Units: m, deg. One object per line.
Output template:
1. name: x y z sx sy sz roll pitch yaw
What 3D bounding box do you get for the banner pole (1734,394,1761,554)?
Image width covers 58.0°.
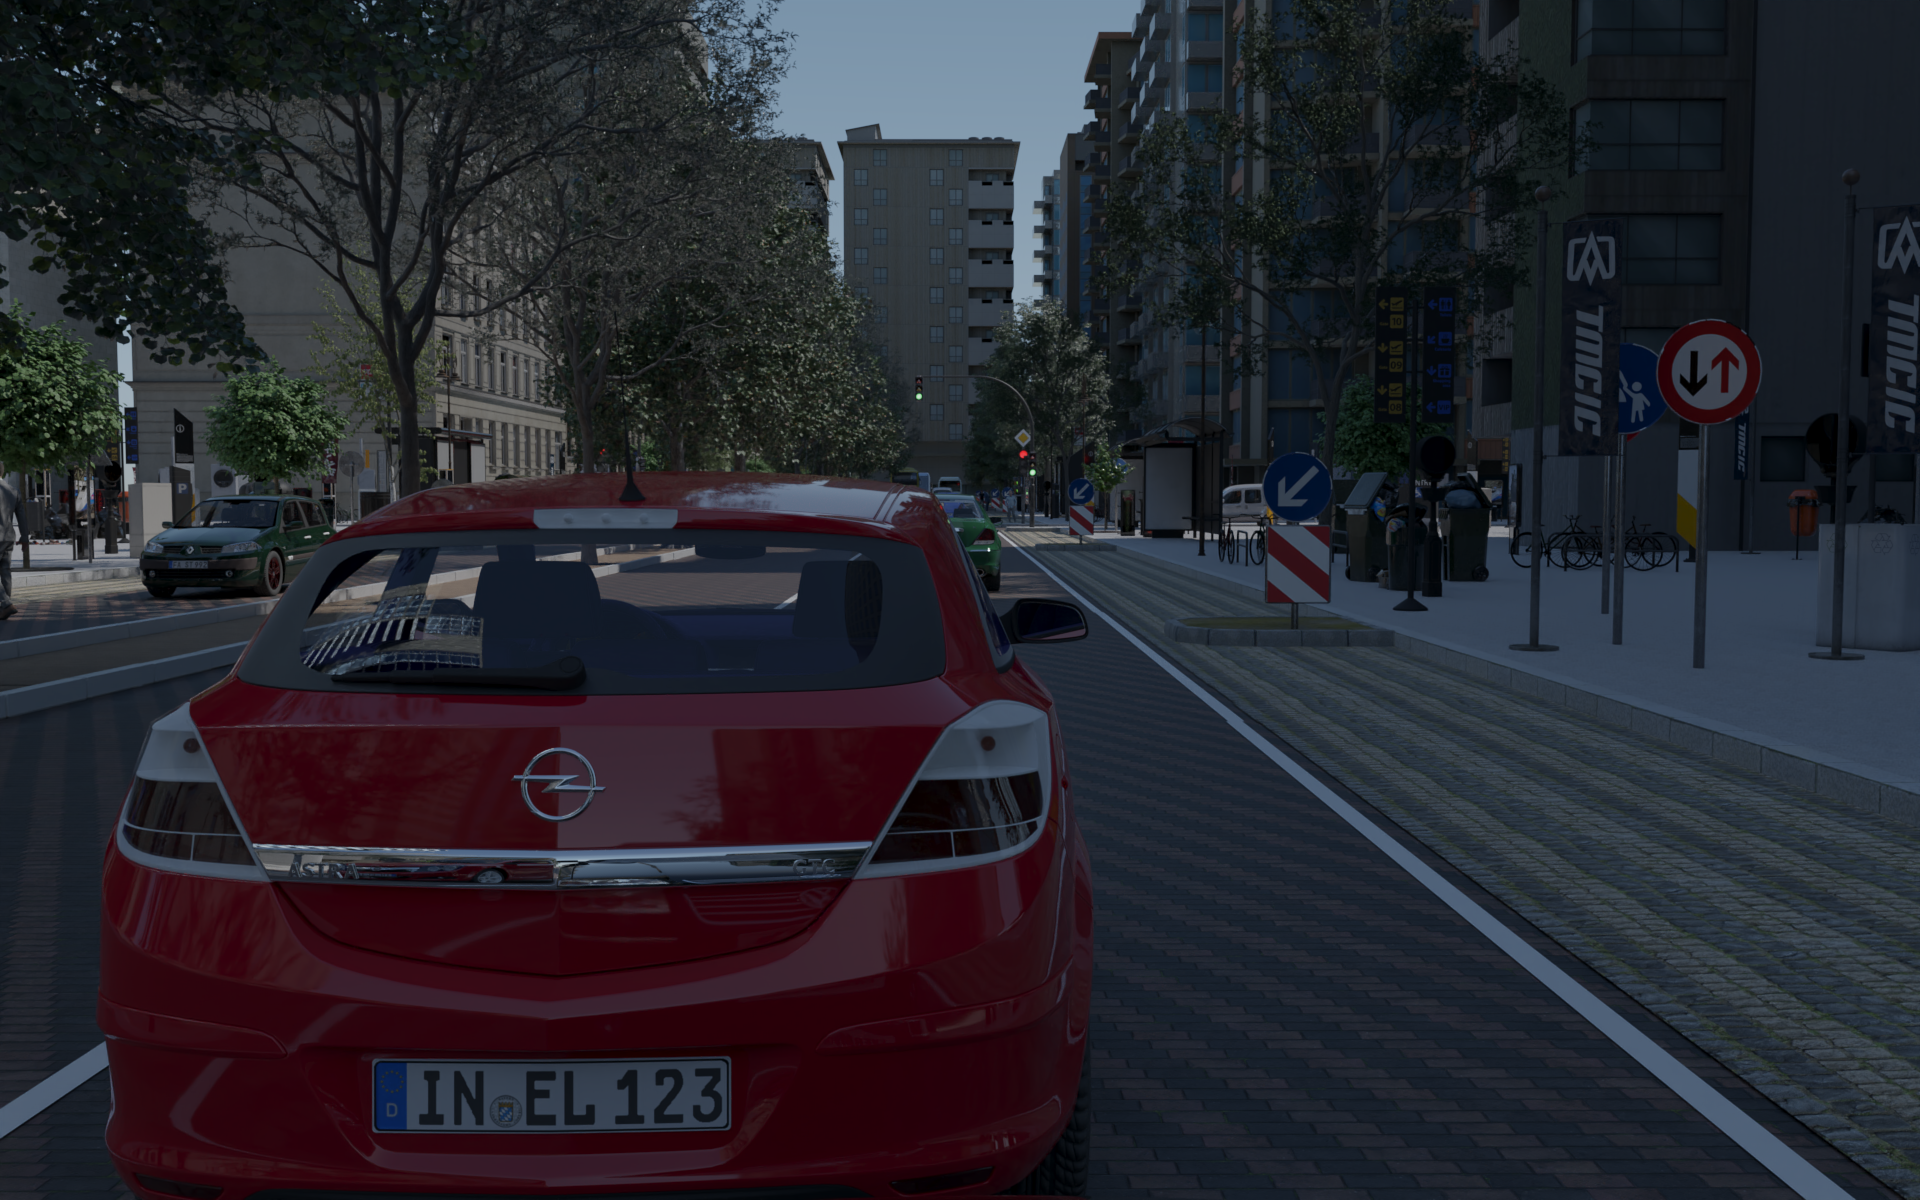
1. banner pole: 16.893 -2.887 37.216 0.401 3.779 0.863 -1 4 -13

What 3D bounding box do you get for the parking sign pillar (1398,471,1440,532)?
1. parking sign pillar: 15.575 -4.304 58.846 1.447 3.967 1.447 2 4 27

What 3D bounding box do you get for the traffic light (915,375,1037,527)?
1. traffic light: 0.654 -5.613 66.442 4.771 5.953 1.251 0 4 0

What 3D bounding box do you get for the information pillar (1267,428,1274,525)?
1. information pillar: 11.015 -4.288 61.469 0.183 3.616 0.504 2 4 27

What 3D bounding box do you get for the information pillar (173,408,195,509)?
1. information pillar: -21.117 -3.412 47.141 0.504 3.616 0.183 -3 4 -38

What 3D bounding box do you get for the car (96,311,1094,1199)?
1. car: -0.671 0.257 4.841 2.155 1.783 4.494 0 4 -1

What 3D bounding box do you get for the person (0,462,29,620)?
1. person: -11.071 -0.688 19.868 0.853 1.813 0.709 1 4 20

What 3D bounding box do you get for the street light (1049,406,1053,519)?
1. street light: 4.648 -7.047 88.006 0.468 5.910 1.993 0 4 0

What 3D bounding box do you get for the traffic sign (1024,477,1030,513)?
1. traffic sign: 4.727 -7.350 120.279 0.768 2.556 0.104 0 3 0

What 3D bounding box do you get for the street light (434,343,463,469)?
1. street light: -15.662 -4.914 53.136 0.468 5.910 1.993 0 4 0

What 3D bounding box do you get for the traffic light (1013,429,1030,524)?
1. traffic light: 2.702 -5.239 74.580 0.839 4.253 0.868 0 4 0

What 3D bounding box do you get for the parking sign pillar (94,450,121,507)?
1. parking sign pillar: -42.754 -6.008 86.707 1.447 3.967 1.447 2 4 28

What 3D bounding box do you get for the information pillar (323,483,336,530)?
1. information pillar: -20.694 -3.201 56.828 0.304 2.012 0.304 0 4 3

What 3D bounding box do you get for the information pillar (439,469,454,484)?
1. information pillar: -15.168 -2.855 51.170 0.304 2.012 0.304 2 4 24

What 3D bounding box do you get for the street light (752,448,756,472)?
1. street light: -16.083 -10.002 136.313 0.468 5.910 1.993 0 4 0

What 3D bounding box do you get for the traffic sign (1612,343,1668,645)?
1. traffic sign: 5.609 -0.893 14.701 0.768 2.556 0.104 1 4 9

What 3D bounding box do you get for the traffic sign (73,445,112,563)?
1. traffic sign: -16.135 -1.961 32.065 0.884 2.594 0.081 0 4 1

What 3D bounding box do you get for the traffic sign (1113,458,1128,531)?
1. traffic sign: 5.480 -3.704 60.673 0.768 2.556 0.104 0 4 5

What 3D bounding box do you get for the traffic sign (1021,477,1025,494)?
1. traffic sign: 4.611 -7.622 124.729 0.768 2.556 0.104 0 4 3

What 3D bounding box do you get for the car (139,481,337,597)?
1. car: -10.457 -0.956 25.417 2.009 1.686 4.222 0 4 -1

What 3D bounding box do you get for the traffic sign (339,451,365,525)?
1. traffic sign: -17.930 -3.117 51.069 0.768 2.556 0.104 0 4 2

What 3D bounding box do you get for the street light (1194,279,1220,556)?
1. street light: 5.026 -3.856 35.830 0.468 5.910 1.993 0 4 0

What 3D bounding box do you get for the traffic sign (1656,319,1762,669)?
1. traffic sign: 5.448 -0.770 12.694 0.768 2.556 0.104 0 4 0

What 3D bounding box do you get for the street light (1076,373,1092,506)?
1. street light: 4.725 -5.712 66.183 0.468 5.910 1.993 0 4 0

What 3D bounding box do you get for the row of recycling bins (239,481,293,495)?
1. row of recycling bins: -23.102 -3.085 57.545 1.069 1.692 3.534 -3 4 -39

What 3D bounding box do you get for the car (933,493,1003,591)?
1. car: -0.358 -0.936 27.095 2.131 1.459 4.920 0 4 -2

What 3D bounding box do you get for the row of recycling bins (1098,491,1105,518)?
1. row of recycling bins: 8.881 -5.291 93.617 3.534 1.692 1.069 -3 4 -38

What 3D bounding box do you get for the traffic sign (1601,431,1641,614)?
1. traffic sign: 6.910 -1.123 18.474 0.768 2.556 0.104 0 4 6

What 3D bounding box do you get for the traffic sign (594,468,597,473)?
1. traffic sign: -16.360 -4.715 77.089 0.884 2.594 0.081 0 4 0

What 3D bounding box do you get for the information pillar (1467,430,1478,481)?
1. information pillar: 18.655 -4.390 63.133 0.183 3.616 0.504 -2 4 -24

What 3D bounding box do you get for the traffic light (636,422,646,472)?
1. traffic light: -11.668 -6.107 74.520 4.771 5.953 1.251 0 4 0

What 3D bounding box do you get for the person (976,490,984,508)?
1. person: 2.193 -10.007 172.129 1.348 1.822 0.705 -1 4 -8

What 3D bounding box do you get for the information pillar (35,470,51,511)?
1. information pillar: -26.931 -2.837 50.882 0.304 2.012 0.304 0 4 -1

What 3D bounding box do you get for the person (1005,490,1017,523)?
1. person: 2.390 -4.345 81.348 0.589 1.601 0.330 1 4 14

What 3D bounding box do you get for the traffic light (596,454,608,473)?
1. traffic light: -13.715 -4.744 66.489 0.839 4.253 0.868 0 4 0

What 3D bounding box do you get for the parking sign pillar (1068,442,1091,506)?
1. parking sign pillar: 6.043 -6.050 87.397 1.447 3.967 1.447 -1 4 -10

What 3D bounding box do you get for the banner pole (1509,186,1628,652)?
1. banner pole: 4.934 -1.471 14.060 0.863 3.779 0.401 2 4 31

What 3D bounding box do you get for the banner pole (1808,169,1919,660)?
1. banner pole: 7.051 -1.425 13.312 0.863 3.779 0.401 2 4 32

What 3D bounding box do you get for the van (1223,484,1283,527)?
1. van: 11.316 -3.940 71.426 4.112 2.044 2.013 0 4 0

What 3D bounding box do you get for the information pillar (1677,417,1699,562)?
1. information pillar: 13.753 -2.518 32.519 0.504 3.616 0.183 3 5 44

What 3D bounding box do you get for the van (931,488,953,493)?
1. van: -1.190 -6.448 112.434 2.013 2.044 4.112 0 4 -2

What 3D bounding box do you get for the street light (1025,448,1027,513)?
1. street light: 4.516 -8.926 118.730 0.468 5.910 1.993 0 4 0

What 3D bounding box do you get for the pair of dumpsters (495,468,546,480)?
1. pair of dumpsters: -16.126 -3.744 63.708 1.574 2.255 4.437 0 4 0

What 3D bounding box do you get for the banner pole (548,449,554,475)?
1. banner pole: -22.582 -6.462 95.666 0.401 3.779 0.863 1 4 14

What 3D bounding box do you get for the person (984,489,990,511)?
1. person: 2.095 -7.629 133.409 0.419 1.800 0.721 2 4 28

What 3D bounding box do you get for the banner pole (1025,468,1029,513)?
1. banner pole: 4.554 -7.766 116.997 0.401 3.779 0.863 -2 4 -23
